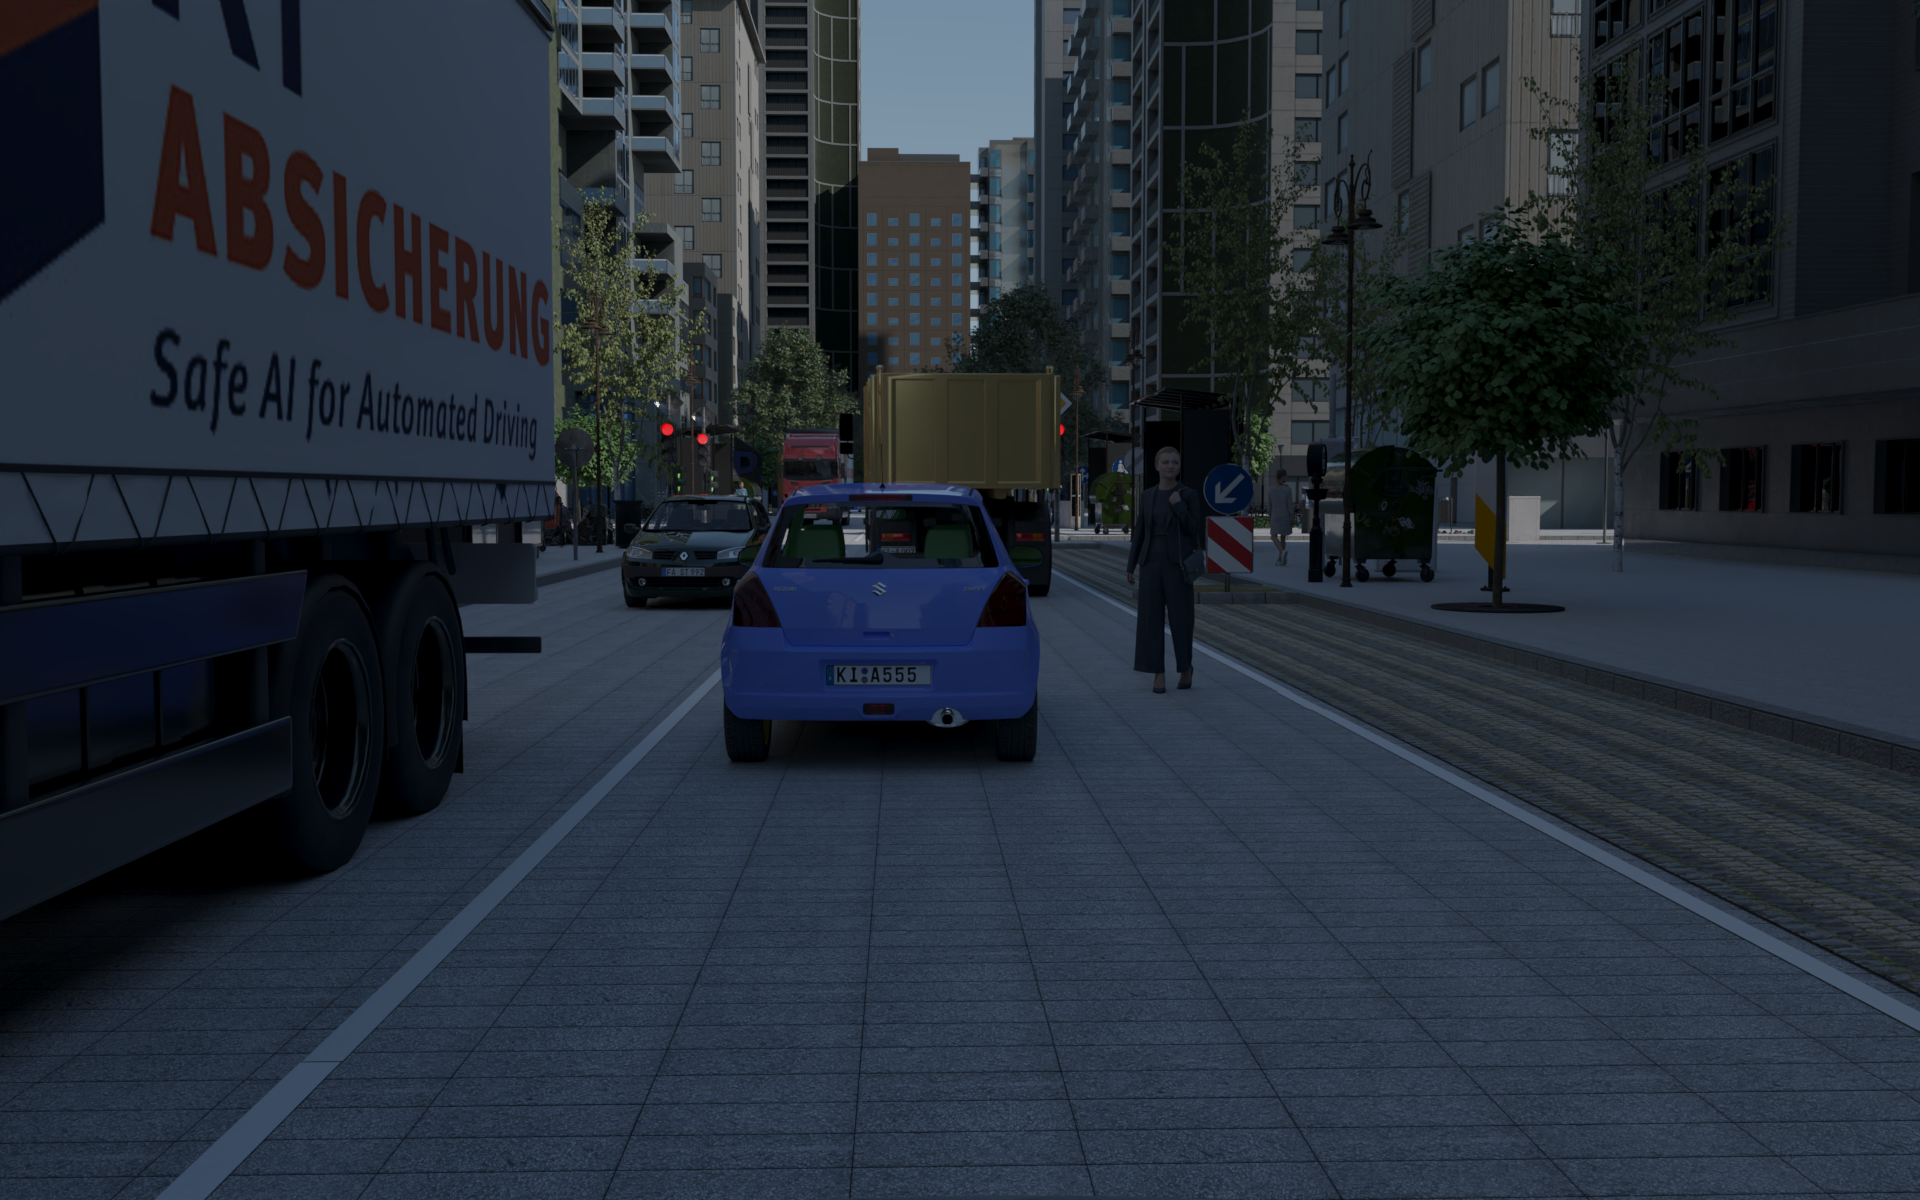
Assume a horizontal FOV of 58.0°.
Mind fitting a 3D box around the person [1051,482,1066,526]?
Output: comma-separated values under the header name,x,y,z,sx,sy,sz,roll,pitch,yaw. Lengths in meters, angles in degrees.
name,x,y,z,sx,sy,sz,roll,pitch,yaw
person,3.895,-3.870,69.498,0.721,1.800,0.419,2,4,25

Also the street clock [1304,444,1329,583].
name,x,y,z,sx,sy,sz,roll,pitch,yaw
street clock,5.177,-1.259,25.158,0.358,2.002,0.471,1,4,21

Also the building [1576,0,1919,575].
name,x,y,z,sx,sy,sz,roll,pitch,yaw
building,20.706,-12.500,23.440,14.314,24.678,30.058,0,4,-2

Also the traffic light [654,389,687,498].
name,x,y,z,sx,sy,sz,roll,pitch,yaw
traffic light,-7.680,-3.482,45.849,0.839,4.253,0.868,0,4,-2

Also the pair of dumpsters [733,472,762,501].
name,x,y,z,sx,sy,sz,roll,pitch,yaw
pair of dumpsters,-9.313,-4.325,73.208,1.574,2.255,4.437,0,4,-2

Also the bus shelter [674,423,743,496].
name,x,y,z,sx,sy,sz,roll,pitch,yaw
bus shelter,-8.747,-4.239,60.592,1.731,3.624,6.357,0,4,-2

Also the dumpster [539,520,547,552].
name,x,y,z,sx,sy,sz,roll,pitch,yaw
dumpster,-9.746,-1.950,37.633,1.264,1.857,1.865,0,4,-2

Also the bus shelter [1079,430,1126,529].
name,x,y,z,sx,sy,sz,roll,pitch,yaw
bus shelter,5.723,-4.588,66.293,1.731,3.624,6.357,0,4,-2

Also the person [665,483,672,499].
name,x,y,z,sx,sy,sz,roll,pitch,yaw
person,-14.240,-4.818,84.844,0.620,1.820,0.660,1,4,9

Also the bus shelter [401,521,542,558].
name,x,y,z,sx,sy,sz,roll,pitch,yaw
bus shelter,-9.076,-3.215,30.197,2.179,5.291,8.768,0,4,-2

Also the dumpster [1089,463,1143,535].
name,x,y,z,sx,sy,sz,roll,pitch,yaw
dumpster,4.938,-3.200,54.806,1.502,2.255,1.985,0,4,-2

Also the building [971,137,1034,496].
name,x,y,z,sx,sy,sz,roll,pitch,yaw
building,16.191,-37.472,232.270,30.456,49.044,23.786,0,4,-2

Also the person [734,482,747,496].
name,x,y,z,sx,sy,sz,roll,pitch,yaw
person,-8.846,-3.884,69.897,0.601,1.785,0.444,-1,4,-19

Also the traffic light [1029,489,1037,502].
name,x,y,z,sx,sy,sz,roll,pitch,yaw
traffic light,2.317,-3.991,54.176,0.839,4.253,0.868,0,4,-2

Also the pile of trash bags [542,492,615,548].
name,x,y,z,sx,sy,sz,roll,pitch,yaw
pile of trash bags,-9.711,-2.029,42.932,1.912,1.369,3.447,0,4,3

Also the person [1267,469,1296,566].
name,x,y,z,sx,sy,sz,roll,pitch,yaw
person,5.729,-1.468,30.793,0.466,1.731,0.760,-1,4,-11

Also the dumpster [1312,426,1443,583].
name,x,y,z,sx,sy,sz,roll,pitch,yaw
dumpster,6.221,-1.429,25.855,1.502,2.255,1.985,0,4,-2

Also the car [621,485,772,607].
name,x,y,z,sx,sy,sz,roll,pitch,yaw
car,-3.390,-0.820,23.201,2.009,1.686,4.222,0,4,0

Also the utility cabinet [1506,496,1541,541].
name,x,y,z,sx,sy,sz,roll,pitch,yaw
utility cabinet,15.253,-2.197,47.087,1.020,1.237,0.306,-1,4,-19

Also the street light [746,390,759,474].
name,x,y,z,sx,sy,sz,roll,pitch,yaw
street light,-9.144,-6.353,76.652,0.468,5.910,1.993,0,4,-2

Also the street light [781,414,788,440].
name,x,y,z,sx,sy,sz,roll,pitch,yaw
street light,-9.896,-7.693,98.564,0.468,5.910,1.993,0,4,-2

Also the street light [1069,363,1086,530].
name,x,y,z,sx,sy,sz,roll,pitch,yaw
street light,4.118,-5.402,61.114,0.468,5.910,1.993,0,4,-2

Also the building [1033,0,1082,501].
name,x,y,z,sx,sy,sz,roll,pitch,yaw
building,18.271,-39.207,183.036,21.231,58.520,28.212,0,4,-2

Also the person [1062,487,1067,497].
name,x,y,z,sx,sy,sz,roll,pitch,yaw
person,8.401,-8.408,143.145,1.348,1.869,0.705,3,5,39

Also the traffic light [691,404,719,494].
name,x,y,z,sx,sy,sz,roll,pitch,yaw
traffic light,-7.938,-3.970,53.830,0.839,4.253,0.868,0,4,-2

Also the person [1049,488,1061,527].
name,x,y,z,sx,sy,sz,roll,pitch,yaw
person,3.861,-3.778,68.402,0.643,1.750,0.593,-1,4,-18

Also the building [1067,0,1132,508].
name,x,y,z,sx,sy,sz,roll,pitch,yaw
building,21.324,-32.692,154.129,23.786,49.044,30.456,0,4,-2

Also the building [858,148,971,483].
name,x,y,z,sx,sy,sz,roll,pitch,yaw
building,-5.980,-35.294,227.174,14.200,45.320,14.600,0,4,-2

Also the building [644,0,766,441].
name,x,y,z,sx,sy,sz,roll,pitch,yaw
building,-35.117,-36.233,181.649,27.495,52.752,28.713,0,4,-2

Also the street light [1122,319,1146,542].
name,x,y,z,sx,sy,sz,roll,pitch,yaw
street light,4.595,-4.471,45.896,0.468,5.910,1.993,0,4,-2

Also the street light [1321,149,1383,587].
name,x,y,z,sx,sy,sz,roll,pitch,yaw
street light,5.332,-3.116,23.727,0.468,5.910,1.993,0,4,-2

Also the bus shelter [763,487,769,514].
name,x,y,z,sx,sy,sz,roll,pitch,yaw
bus shelter,-11.334,-6.325,97.343,2.014,3.302,5.546,0,4,-2

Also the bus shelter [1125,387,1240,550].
name,x,y,z,sx,sy,sz,roll,pitch,yaw
bus shelter,5.261,-3.049,41.139,1.731,3.624,6.357,0,4,-2

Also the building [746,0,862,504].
name,x,y,z,sx,sy,sz,roll,pitch,yaw
building,-23.481,-48.367,229.048,20.611,71.187,20.563,0,4,-2

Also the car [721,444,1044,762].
name,x,y,z,sx,sy,sz,roll,pitch,yaw
car,-0.432,-0.060,10.572,1.945,1.707,3.694,0,4,-1

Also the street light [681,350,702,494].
name,x,y,z,sx,sy,sz,roll,pitch,yaw
street light,-8.466,-5.012,54.738,0.468,5.910,1.993,0,4,-2

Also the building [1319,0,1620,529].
name,x,y,z,sx,sy,sz,roll,pitch,yaw
building,31.305,-29.566,72.642,27.495,52.752,28.713,0,4,-2

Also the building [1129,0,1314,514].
name,x,y,z,sx,sy,sz,roll,pitch,yaw
building,21.026,-41.595,118.325,20.563,71.187,20.611,0,4,-2

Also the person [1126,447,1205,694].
name,x,y,z,sx,sy,sz,roll,pitch,yaw
person,1.494,-0.226,12.609,0.576,1.772,0.534,0,4,7

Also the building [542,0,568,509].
name,x,y,z,sx,sy,sz,roll,pitch,yaw
building,-23.827,-18.076,67.251,14.160,30.474,14.107,0,4,-2

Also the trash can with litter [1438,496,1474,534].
name,x,y,z,sx,sy,sz,roll,pitch,yaw
trash can with litter,15.857,-2.728,55.659,1.678,1.210,2.233,-3,5,-41

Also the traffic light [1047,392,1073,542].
name,x,y,z,sx,sy,sz,roll,pitch,yaw
traffic light,2.575,-3.503,46.196,0.839,4.253,0.868,0,4,-2

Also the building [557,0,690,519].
name,x,y,z,sx,sy,sz,roll,pitch,yaw
building,-27.191,-48.201,100.757,22.319,86.520,31.000,0,4,-2

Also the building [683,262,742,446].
name,x,y,z,sx,sy,sz,roll,pitch,yaw
building,-33.304,-18.252,143.454,27.650,21.520,28.899,0,4,-2

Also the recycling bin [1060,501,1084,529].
name,x,y,z,sx,sy,sz,roll,pitch,yaw
recycling bin,4.165,-3.179,64.531,0.722,1.027,0.722,-1,4,-23

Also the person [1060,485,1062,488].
name,x,y,z,sx,sy,sz,roll,pitch,yaw
person,6.255,-6.288,108.732,0.514,1.842,0.818,1,4,18

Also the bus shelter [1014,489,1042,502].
name,x,y,z,sx,sy,sz,roll,pitch,yaw
bus shelter,4.179,-6.770,104.615,2.014,3.302,5.546,0,4,-2

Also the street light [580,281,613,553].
name,x,y,z,sx,sy,sz,roll,pitch,yaw
street light,-7.887,-3.972,37.724,0.468,5.910,1.993,0,4,-2
